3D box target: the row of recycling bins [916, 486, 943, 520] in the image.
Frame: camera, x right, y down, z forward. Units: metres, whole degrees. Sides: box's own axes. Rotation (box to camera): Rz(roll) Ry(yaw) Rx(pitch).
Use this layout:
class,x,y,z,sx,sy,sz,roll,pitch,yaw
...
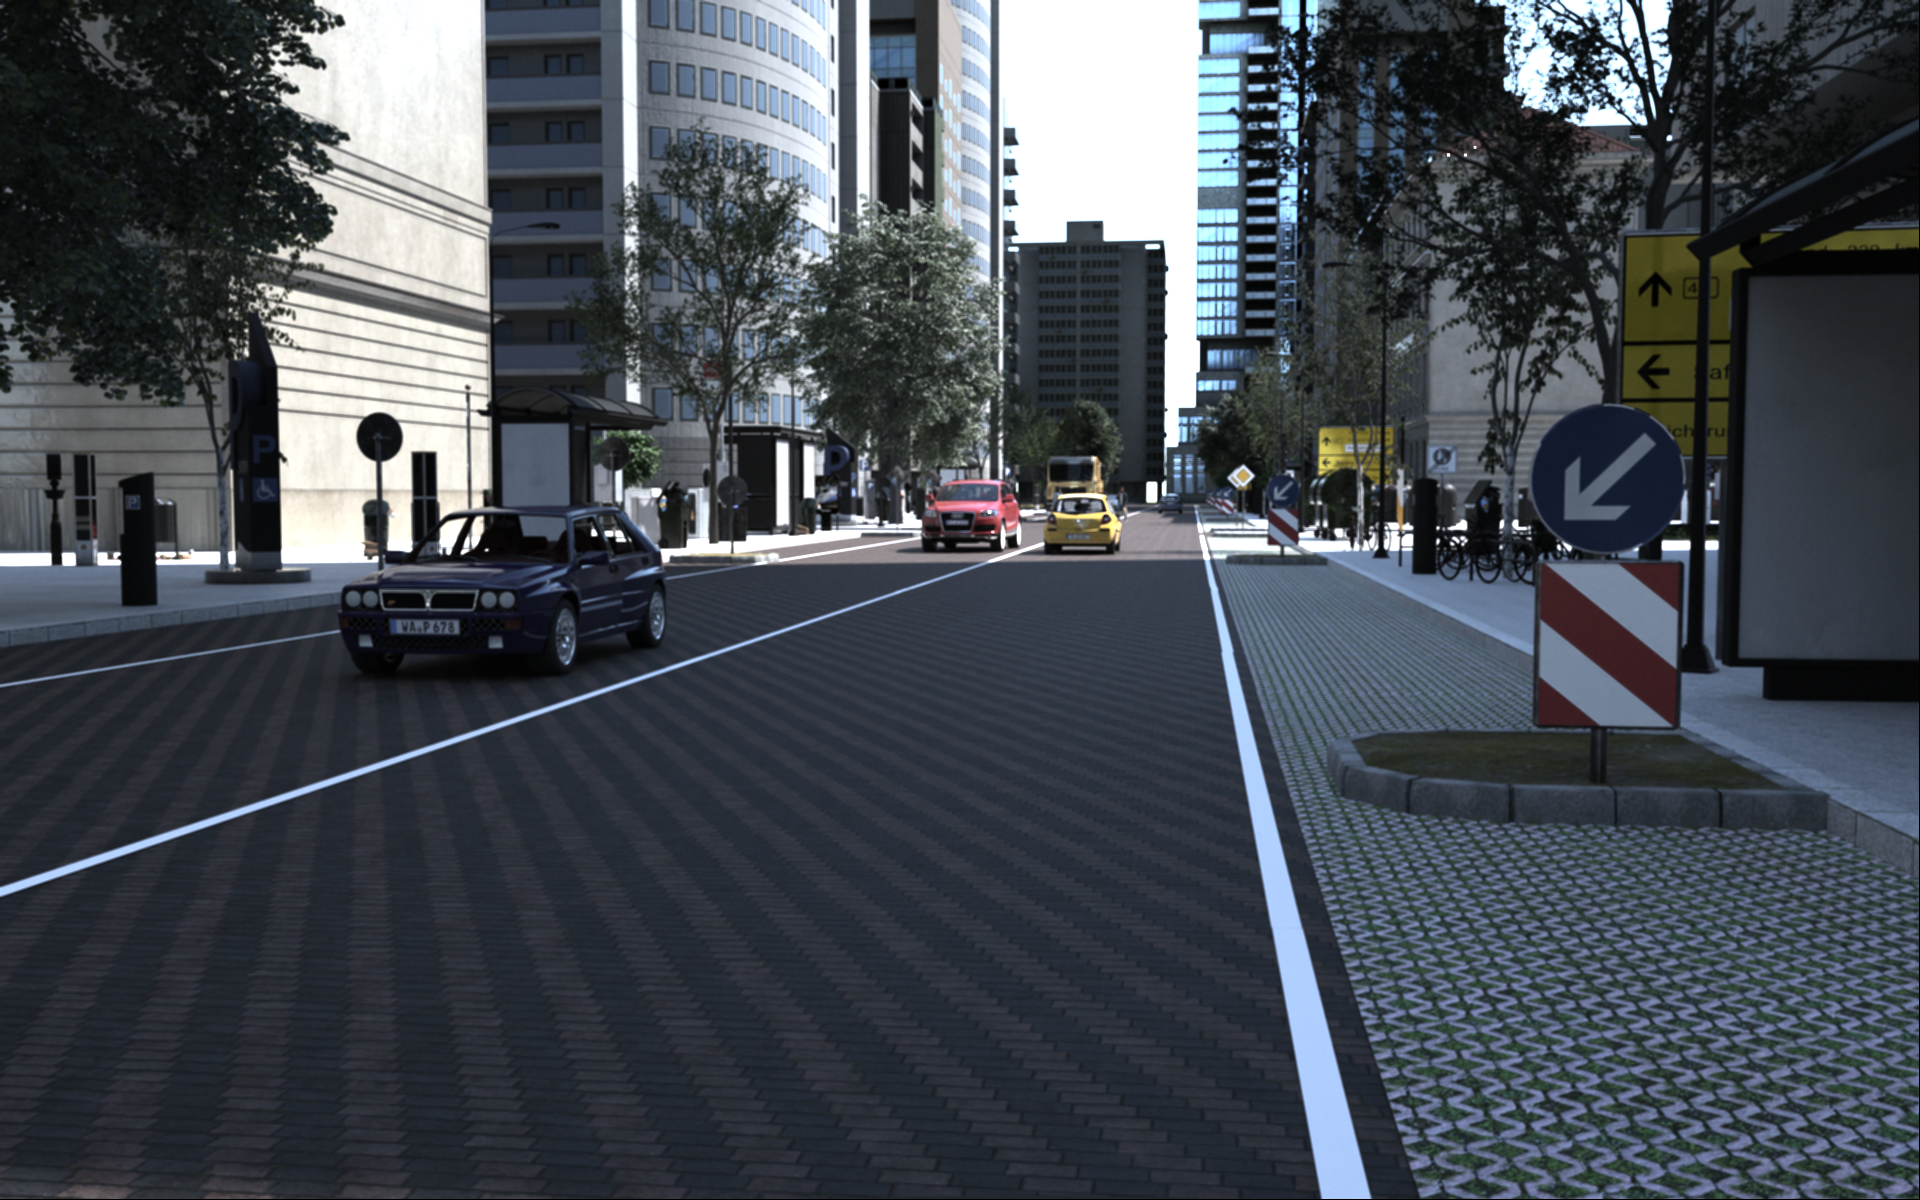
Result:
class,x,y,z,sx,sy,sz,roll,pitch,yaw
row of recycling bins,-1.169,-4.877,86.854,1.069,1.692,3.534,2,4,24

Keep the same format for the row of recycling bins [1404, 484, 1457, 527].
class,x,y,z,sx,sy,sz,roll,pitch,yaw
row of recycling bins,18.998,-3.829,69.714,1.069,1.692,3.534,0,4,-6

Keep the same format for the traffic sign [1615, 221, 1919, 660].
class,x,y,z,sx,sy,sz,roll,pitch,yaw
traffic sign,6.202,-1.185,13.255,2.265,3.308,0.079,1,4,12

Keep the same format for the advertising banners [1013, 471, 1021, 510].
class,x,y,z,sx,sy,sz,roll,pitch,yaw
advertising banners,4.384,-8.401,133.546,0.090,3.025,2.074,-1,4,-14

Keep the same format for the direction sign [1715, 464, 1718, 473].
class,x,y,z,sx,sy,sz,roll,pitch,yaw
direction sign,57.639,-8.548,131.762,0.379,3.537,0.876,0,4,-4

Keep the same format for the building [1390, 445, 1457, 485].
class,x,y,z,sx,sy,sz,roll,pitch,yaw
building,66.223,-28.241,233.444,14.107,30.474,14.160,0,4,8

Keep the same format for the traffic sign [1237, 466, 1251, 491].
class,x,y,z,sx,sy,sz,roll,pitch,yaw
traffic sign,20.895,-7.921,123.378,2.265,3.308,0.079,1,4,16

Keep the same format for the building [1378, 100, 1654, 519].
class,x,y,z,sx,sy,sz,roll,pitch,yaw
building,30.456,-16.010,97.925,11.583,22.565,21.152,0,4,8

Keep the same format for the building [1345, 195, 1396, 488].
class,x,y,z,sx,sy,sz,roll,pitch,yaw
building,35.728,-18.586,122.942,14.314,24.678,30.058,0,4,8

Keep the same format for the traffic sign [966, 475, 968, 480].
class,x,y,z,sx,sy,sz,roll,pitch,yaw
traffic sign,0.048,-6.022,98.568,0.768,2.556,0.104,1,4,15

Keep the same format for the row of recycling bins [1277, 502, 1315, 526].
class,x,y,z,sx,sy,sz,roll,pitch,yaw
row of recycling bins,13.795,-3.816,69.499,1.069,1.692,3.534,3,5,42

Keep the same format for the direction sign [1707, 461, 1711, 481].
class,x,y,z,sx,sy,sz,roll,pitch,yaw
direction sign,43.983,-6.757,102.477,0.379,3.537,0.876,-3,4,-36

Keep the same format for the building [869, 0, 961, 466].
class,x,y,z,sx,sy,sz,roll,pitch,yaw
building,-7.655,-30.605,150.495,14.600,45.320,14.200,0,4,8

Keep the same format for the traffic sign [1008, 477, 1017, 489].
class,x,y,z,sx,sy,sz,roll,pitch,yaw
traffic sign,3.773,-7.716,126.257,0.768,2.556,0.104,1,4,13

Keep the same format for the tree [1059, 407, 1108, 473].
class,x,y,z,sx,sy,sz,roll,pitch,yaw
tree,12.447,-15.370,185.711,7.601,10.594,8.767,2,4,30

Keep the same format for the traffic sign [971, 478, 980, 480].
class,x,y,z,sx,sy,sz,roll,pitch,yaw
traffic sign,1.037,-6.812,113.500,0.606,2.300,0.079,0,4,8

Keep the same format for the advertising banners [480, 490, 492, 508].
class,x,y,z,sx,sy,sz,roll,pitch,yaw
advertising banners,-12.686,-3.270,49.653,2.074,3.025,0.090,-1,4,-17

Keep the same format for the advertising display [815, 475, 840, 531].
class,x,y,z,sx,sy,sz,roll,pitch,yaw
advertising display,-4.613,-3.336,59.764,0.974,1.923,0.123,1,4,22

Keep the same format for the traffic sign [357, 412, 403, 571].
class,x,y,z,sx,sy,sz,roll,pitch,yaw
traffic sign,-9.067,-1.648,27.051,0.768,2.556,0.104,1,4,9

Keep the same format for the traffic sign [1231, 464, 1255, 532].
class,x,y,z,sx,sy,sz,roll,pitch,yaw
traffic sign,9.442,-3.311,57.770,0.795,2.450,0.064,0,4,8

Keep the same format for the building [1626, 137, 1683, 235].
class,x,y,z,sx,sy,sz,roll,pitch,yaw
building,89.098,-37.645,235.098,30.456,49.044,23.786,0,4,8

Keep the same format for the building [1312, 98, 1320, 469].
class,x,y,z,sx,sy,sz,roll,pitch,yaw
building,42.015,-31.707,168.520,14.600,45.320,14.200,0,4,8

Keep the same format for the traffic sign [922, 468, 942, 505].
class,x,y,z,sx,sy,sz,roll,pitch,yaw
traffic sign,-1.082,-3.891,67.256,0.795,2.450,0.064,0,4,8

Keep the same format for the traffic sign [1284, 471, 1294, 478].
class,x,y,z,sx,sy,sz,roll,pitch,yaw
traffic sign,13.995,-4.409,74.212,0.606,2.300,0.079,1,4,12

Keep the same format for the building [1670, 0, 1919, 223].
class,x,y,z,sx,sy,sz,roll,pitch,yaw
building,28.444,-26.684,25.530,28.713,52.752,27.495,0,4,8

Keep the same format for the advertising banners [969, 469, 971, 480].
class,x,y,z,sx,sy,sz,roll,pitch,yaw
advertising banners,0.576,-7.812,123.911,0.090,3.025,2.074,-1,4,-9

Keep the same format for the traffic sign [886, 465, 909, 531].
class,x,y,z,sx,sy,sz,roll,pitch,yaw
traffic sign,-2.145,-3.407,59.342,0.795,2.450,0.064,0,4,8

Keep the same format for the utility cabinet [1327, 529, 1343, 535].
class,x,y,z,sx,sy,sz,roll,pitch,yaw
utility cabinet,11.705,-2.778,54.105,0.318,1.500,1.173,2,4,25

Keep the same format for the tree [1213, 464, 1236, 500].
class,x,y,z,sx,sy,sz,roll,pitch,yaw
tree,29.099,-12.523,188.465,4.285,4.588,4.351,0,3,0

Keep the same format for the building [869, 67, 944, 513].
class,x,y,z,sx,sy,sz,roll,pitch,yaw
building,-9.019,-21.394,121.494,14.160,30.474,14.107,0,4,8

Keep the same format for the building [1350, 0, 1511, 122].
class,x,y,z,sx,sy,sz,roll,pitch,yaw
building,40.081,-30.817,153.973,14.600,45.320,14.200,0,4,8

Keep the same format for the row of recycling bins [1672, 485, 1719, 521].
class,x,y,z,sx,sy,sz,roll,pitch,yaw
row of recycling bins,35.804,-4.663,83.350,3.534,1.692,1.069,1,4,15

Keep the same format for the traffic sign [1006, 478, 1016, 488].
class,x,y,z,sx,sy,sz,roll,pitch,yaw
traffic sign,3.536,-7.302,120.570,0.795,2.450,0.064,1,4,10

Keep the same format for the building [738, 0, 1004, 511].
class,x,y,z,sx,sy,sz,roll,pitch,yaw
building,-7.657,-38.538,172.090,21.231,58.520,28.212,0,4,8

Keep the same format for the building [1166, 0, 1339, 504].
class,x,y,z,sx,sy,sz,roll,pitch,yaw
building,44.494,-56.679,239.378,31.000,86.520,22.319,0,4,8

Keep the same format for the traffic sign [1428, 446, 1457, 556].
class,x,y,z,sx,sy,sz,roll,pitch,yaw
traffic sign,10.018,-2.074,36.046,0.606,2.300,0.079,1,4,15

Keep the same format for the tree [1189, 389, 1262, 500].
class,x,y,z,sx,sy,sz,roll,pitch,yaw
tree,32.820,-18.623,211.146,9.857,13.997,8.962,0,3,0

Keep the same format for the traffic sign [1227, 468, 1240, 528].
class,x,y,z,sx,sy,sz,roll,pitch,yaw
traffic sign,10.505,-3.795,65.685,0.795,2.450,0.064,0,4,8

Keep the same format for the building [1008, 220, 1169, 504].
class,x,y,z,sx,sy,sz,roll,pitch,yaw
building,17.808,-34.054,248.655,23.993,40.220,32.217,0,4,8

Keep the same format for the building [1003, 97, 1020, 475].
class,x,y,z,sx,sy,sz,roll,pitch,yaw
building,-8.727,-35.519,200.347,30.456,49.044,23.786,0,4,8

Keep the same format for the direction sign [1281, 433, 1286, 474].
class,x,y,z,sx,sy,sz,roll,pitch,yaw
direction sign,12.153,-4.473,65.127,0.379,3.537,0.876,0,4,1

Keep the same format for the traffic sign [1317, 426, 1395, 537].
class,x,y,z,sx,sy,sz,roll,pitch,yaw
traffic sign,11.825,-3.542,51.786,2.265,3.308,0.079,1,4,11

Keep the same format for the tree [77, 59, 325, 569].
class,x,y,z,sx,sy,sz,roll,pitch,yaw
tree,-12.674,-4.824,29.229,4.360,8.622,3.978,0,3,0

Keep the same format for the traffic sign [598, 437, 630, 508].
class,x,y,z,sx,sy,sz,roll,pitch,yaw
traffic sign,-7.667,-2.339,38.350,0.768,2.556,0.104,1,4,16

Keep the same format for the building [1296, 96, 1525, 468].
class,x,y,z,sx,sy,sz,roll,pitch,yaw
building,48.610,-32.750,190.079,22.147,44.769,28.867,0,4,8

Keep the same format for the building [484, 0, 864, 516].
class,x,y,z,sx,sy,sz,roll,pitch,yaw
building,-17.701,-33.607,91.478,21.231,58.520,28.212,0,4,8

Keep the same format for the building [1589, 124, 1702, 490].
class,x,y,z,sx,sy,sz,roll,pitch,yaw
building,74.739,-31.234,194.265,14.086,41.232,14.154,0,4,8

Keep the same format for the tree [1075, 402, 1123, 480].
class,x,y,z,sx,sy,sz,roll,pitch,yaw
tree,16.506,-18.066,213.507,7.486,12.596,7.792,0,3,0

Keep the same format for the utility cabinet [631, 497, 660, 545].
class,x,y,z,sx,sy,sz,roll,pitch,yaw
utility cabinet,-7.837,-1.999,43.853,0.306,1.237,1.020,3,5,43

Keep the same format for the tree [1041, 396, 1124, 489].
class,x,y,z,sx,sy,sz,roll,pitch,yaw
tree,14.464,-17.428,201.955,9.611,12.733,9.660,0,3,0

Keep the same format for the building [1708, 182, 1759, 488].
class,x,y,z,sx,sy,sz,roll,pitch,yaw
building,91.615,-45.846,187.837,20.611,71.187,20.563,0,4,8

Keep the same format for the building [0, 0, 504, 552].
class,x,y,z,sx,sy,sz,roll,pitch,yaw
building,-29.222,-13.050,46.659,30.059,22.955,16.112,0,4,8

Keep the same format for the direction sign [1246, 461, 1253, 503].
class,x,y,z,sx,sy,sz,roll,pitch,yaw
direction sign,19.999,-7.815,119.774,0.379,3.537,0.876,3,5,40

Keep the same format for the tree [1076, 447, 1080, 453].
class,x,y,z,sx,sy,sz,roll,pitch,yaw
tree,8.942,-12.921,161.620,4.737,8.622,4.395,0,3,0
